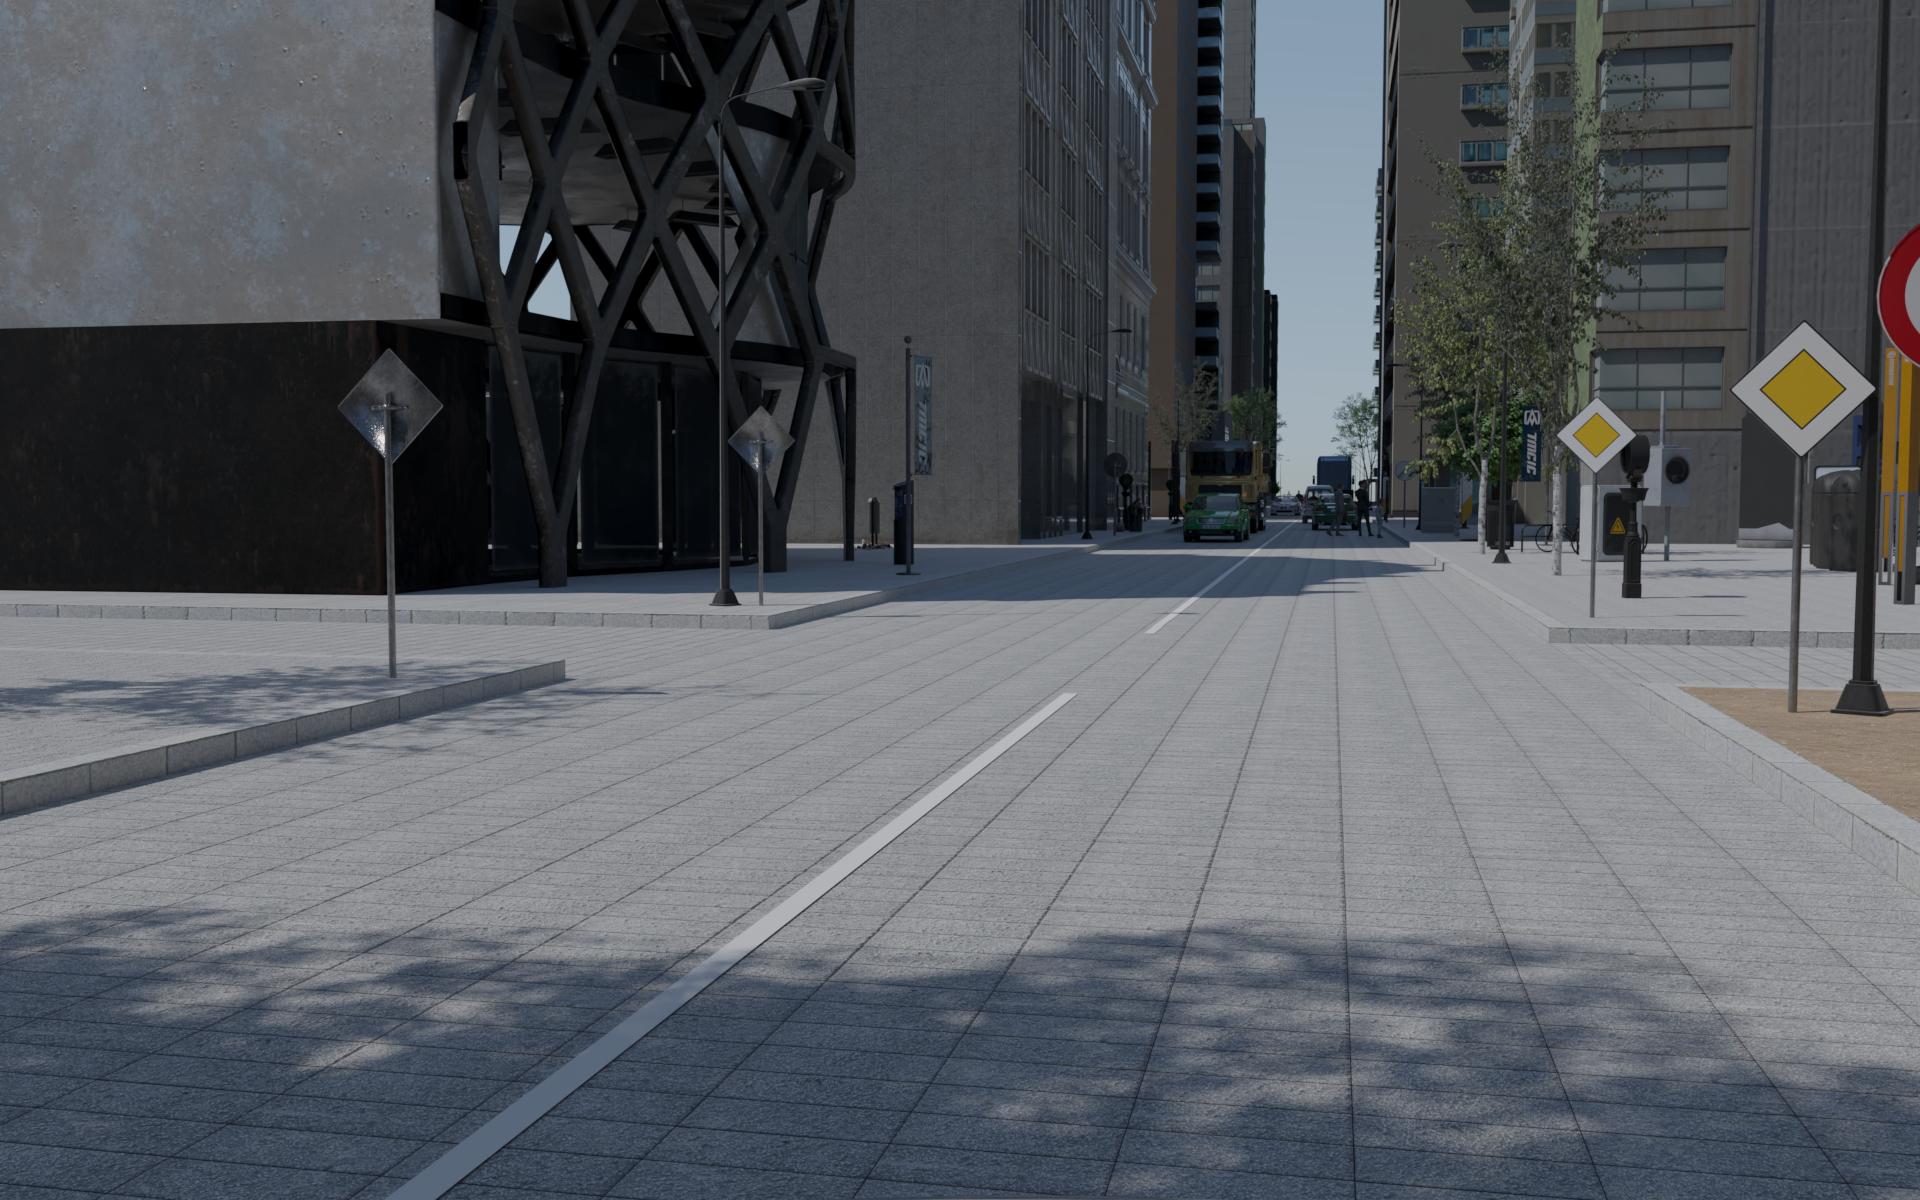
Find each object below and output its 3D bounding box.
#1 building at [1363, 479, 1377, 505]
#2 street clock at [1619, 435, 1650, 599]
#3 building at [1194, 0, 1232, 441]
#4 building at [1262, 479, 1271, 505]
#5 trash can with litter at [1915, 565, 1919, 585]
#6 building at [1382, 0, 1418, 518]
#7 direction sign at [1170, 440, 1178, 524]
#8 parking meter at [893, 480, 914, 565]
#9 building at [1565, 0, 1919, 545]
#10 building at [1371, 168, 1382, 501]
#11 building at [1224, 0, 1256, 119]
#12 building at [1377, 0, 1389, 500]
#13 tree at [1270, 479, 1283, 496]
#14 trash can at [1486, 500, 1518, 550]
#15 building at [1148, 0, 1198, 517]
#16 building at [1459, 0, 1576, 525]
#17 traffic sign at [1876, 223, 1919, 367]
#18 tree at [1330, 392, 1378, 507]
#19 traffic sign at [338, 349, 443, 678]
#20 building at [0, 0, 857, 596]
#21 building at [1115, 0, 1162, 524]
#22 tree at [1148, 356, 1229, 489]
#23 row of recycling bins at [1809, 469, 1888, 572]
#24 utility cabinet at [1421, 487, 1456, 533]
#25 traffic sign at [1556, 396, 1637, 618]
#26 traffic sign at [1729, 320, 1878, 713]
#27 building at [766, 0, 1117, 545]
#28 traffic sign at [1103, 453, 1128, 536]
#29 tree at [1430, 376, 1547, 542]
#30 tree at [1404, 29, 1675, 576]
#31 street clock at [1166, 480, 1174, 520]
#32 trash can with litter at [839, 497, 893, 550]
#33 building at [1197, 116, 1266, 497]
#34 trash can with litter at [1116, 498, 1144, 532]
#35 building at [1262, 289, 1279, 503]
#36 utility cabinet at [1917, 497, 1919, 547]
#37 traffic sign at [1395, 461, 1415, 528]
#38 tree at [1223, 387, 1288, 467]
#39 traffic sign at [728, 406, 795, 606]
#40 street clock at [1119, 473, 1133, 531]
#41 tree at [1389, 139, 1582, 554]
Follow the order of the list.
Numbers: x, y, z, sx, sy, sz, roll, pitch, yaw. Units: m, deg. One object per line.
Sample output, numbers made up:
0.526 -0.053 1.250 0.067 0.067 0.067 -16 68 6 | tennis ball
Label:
63.638 -31.164 201.405 32.217 40.220 23.993 1 4 12 | building
8.280 -1.023 21.295 0.358 2.002 0.471 0 4 5 | street clock
12.487 -51.037 147.120 22.319 86.520 31.000 1 4 12 | building
20.368 -31.362 204.656 32.217 40.220 23.993 1 4 12 | building
13.819 -0.788 24.276 0.624 1.170 1.055 -2 4 -34 | trash can with litter
36.264 -29.215 101.372 21.300 48.544 21.600 1 4 12 | building
9.065 -4.960 73.097 0.379 3.537 0.876 2 4 24 | direction sign
-1.026 -1.415 31.542 0.372 1.533 0.369 0 3 0 | parking meter
24.644 -22.338 48.820 14.154 41.232 14.086 1 4 12 | building
66.049 -37.236 228.409 23.786 49.044 30.456 1 4 12 | building
29.871 -48.113 224.896 20.563 71.187 20.611 1 4 12 | building
46.671 -37.026 147.375 21.231 58.520 28.212 1 4 12 | building
40.537 -13.914 222.087 1.663 3.219 1.824 0 3 0 | tree
12.493 -1.735 40.019 0.748 1.137 0.748 0 3 0 | trash can
6.403 -27.611 101.546 14.600 45.320 14.200 1 4 12 | building
37.327 -23.465 75.529 32.217 40.220 23.993 1 4 12 | building
4.481 -0.466 7.719 0.768 2.556 0.104 1 4 21 | traffic sign
41.273 -15.224 174.670 9.928 11.665 9.643 0 3 0 | tree
-3.953 -0.512 12.018 0.795 2.450 0.064 1 4 12 | traffic sign
-10.596 -9.973 30.504 16.820 18.784 16.811 1 4 12 | building
0.906 -17.581 73.346 13.634 28.700 20.117 1 4 12 | building
12.087 -8.652 91.823 4.360 8.622 3.978 0 3 0 | tree
15.355 -1.401 30.026 1.069 1.692 3.534 1 4 20 | row of recycling bins
15.707 -2.936 56.678 1.173 1.500 0.318 1 4 23 | utility cabinet
6.560 -0.873 17.919 0.795 2.450 0.064 1 4 12 | traffic sign
4.887 -0.396 10.110 0.795 2.450 0.064 1 4 12 | traffic sign
-2.334 -14.416 53.718 12.078 24.808 19.932 1 4 12 | building
4.752 -3.244 53.139 0.768 2.556 0.104 1 4 21 | traffic sign
14.521 -3.896 47.415 4.285 4.588 4.351 0 3 0 | tree
9.163 -4.688 27.004 4.360 8.622 3.978 0 3 0 | tree
10.582 -5.041 86.993 0.471 2.002 0.358 1 4 13 | street clock
-2.192 -1.822 40.840 1.678 1.210 2.233 0 4 8 | trash can with litter
24.981 -30.619 184.207 14.154 41.232 14.086 1 4 12 | building
5.680 -2.875 58.393 1.055 1.170 0.624 0 4 6 | trash can with litter
37.105 -28.784 242.313 14.160 30.474 14.107 1 4 12 | building
23.636 -1.887 42.012 1.020 1.237 0.306 0 4 -3 | utility cabinet
16.989 -4.039 66.144 0.768 2.556 0.104 1 4 20 | traffic sign
27.933 -14.822 168.092 9.928 11.665 9.643 0 3 0 | tree
-2.280 -0.990 19.827 0.795 2.450 0.064 1 4 12 | traffic sign
5.795 -3.421 60.509 0.471 2.002 0.358 0 4 -7 | street clock
11.166 -5.294 36.916 4.737 8.622 4.395 0 3 0 | tree
